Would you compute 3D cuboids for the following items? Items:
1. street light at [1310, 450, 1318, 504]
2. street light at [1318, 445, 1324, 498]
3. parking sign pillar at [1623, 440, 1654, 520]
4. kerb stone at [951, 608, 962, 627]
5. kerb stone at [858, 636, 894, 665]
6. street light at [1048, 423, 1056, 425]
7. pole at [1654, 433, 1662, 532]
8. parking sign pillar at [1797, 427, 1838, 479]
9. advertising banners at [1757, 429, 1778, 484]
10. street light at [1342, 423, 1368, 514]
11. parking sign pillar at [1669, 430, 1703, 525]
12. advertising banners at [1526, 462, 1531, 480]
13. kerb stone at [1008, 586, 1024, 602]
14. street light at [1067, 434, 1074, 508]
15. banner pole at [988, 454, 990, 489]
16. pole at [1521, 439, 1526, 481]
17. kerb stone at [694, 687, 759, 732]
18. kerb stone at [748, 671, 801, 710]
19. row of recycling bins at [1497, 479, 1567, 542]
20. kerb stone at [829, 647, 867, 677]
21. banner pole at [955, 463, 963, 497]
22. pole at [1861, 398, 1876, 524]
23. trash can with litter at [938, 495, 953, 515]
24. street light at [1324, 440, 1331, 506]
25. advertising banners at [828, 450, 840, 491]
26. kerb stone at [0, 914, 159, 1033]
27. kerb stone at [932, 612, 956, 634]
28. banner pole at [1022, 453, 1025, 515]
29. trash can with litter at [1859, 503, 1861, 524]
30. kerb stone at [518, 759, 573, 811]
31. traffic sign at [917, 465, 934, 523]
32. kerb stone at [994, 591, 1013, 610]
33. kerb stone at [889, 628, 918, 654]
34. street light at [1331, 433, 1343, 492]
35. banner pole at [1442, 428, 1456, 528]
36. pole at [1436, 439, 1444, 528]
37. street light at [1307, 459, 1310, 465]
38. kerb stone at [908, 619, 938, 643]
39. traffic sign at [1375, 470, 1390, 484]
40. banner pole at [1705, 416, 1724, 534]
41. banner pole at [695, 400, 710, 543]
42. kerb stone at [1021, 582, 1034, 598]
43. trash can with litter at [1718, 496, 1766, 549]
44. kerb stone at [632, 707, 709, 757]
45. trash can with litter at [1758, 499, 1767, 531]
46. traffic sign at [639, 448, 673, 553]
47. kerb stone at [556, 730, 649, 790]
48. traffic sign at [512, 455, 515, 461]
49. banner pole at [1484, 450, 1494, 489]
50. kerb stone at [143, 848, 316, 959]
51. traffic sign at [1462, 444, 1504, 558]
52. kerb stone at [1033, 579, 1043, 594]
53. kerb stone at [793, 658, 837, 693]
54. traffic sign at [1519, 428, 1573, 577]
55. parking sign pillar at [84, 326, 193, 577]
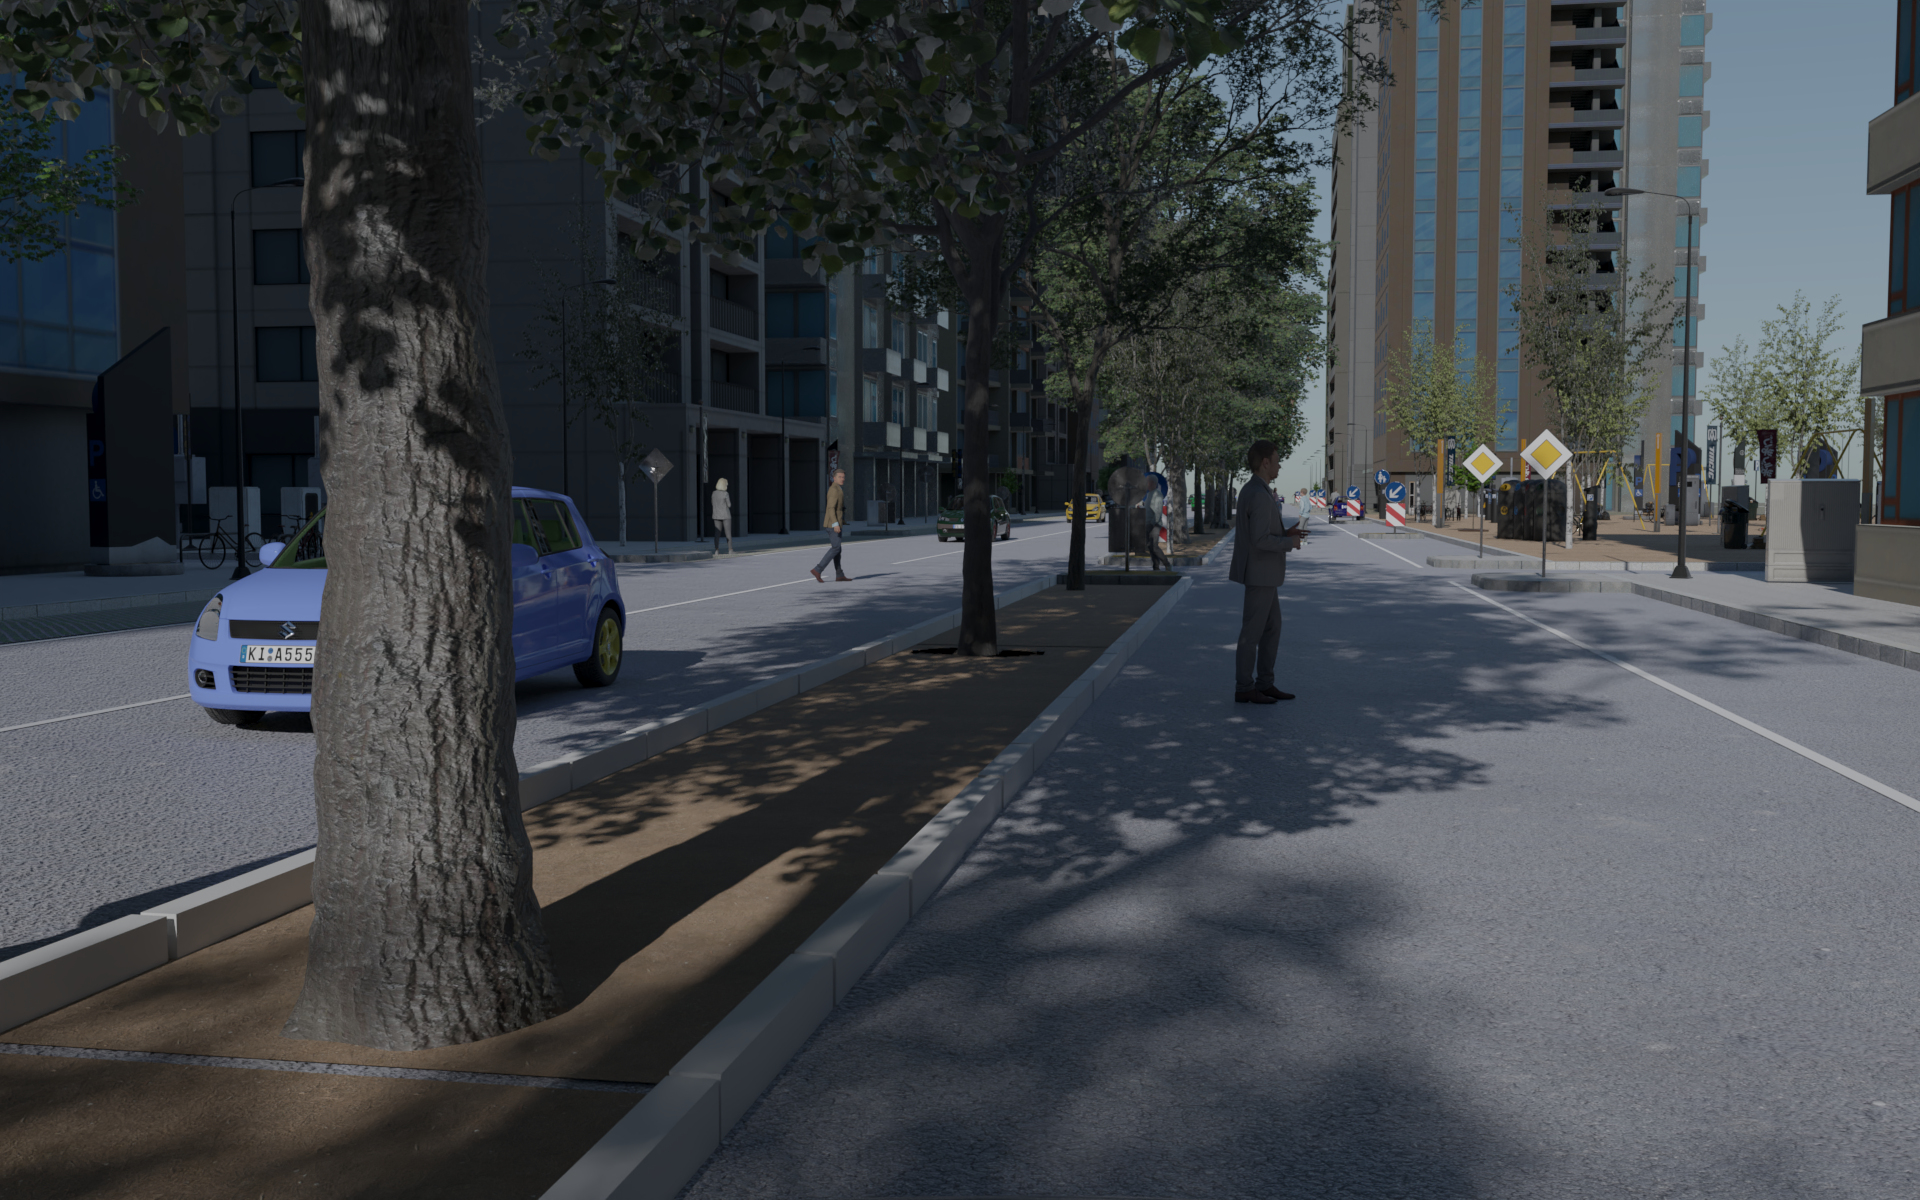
[{"bbox_3d":[40.080,-13.476,192.866,1.470,5.913,1.316,1,4,10],"label":"street light"},{"bbox_3d":[35.209,-11.800,165.468,1.470,5.913,1.316,1,4,10],"label":"street light"},{"bbox_3d":[33.712,-5.964,85.981,1.447,3.967,1.447,1,4,21],"label":"parking sign pillar"},{"bbox_3d":[-0.034,0.201,18.909,0.120,0.150,1.000,1,4,10],"label":"kerb stone"},{"bbox_3d":[-0.750,0.452,14.875,0.120,0.150,1.000,1,4,10],"label":"kerb stone"},{"bbox_3d":[5.578,-8.623,113.528,1.470,5.913,1.316,1,4,10],"label":"street light"},{"bbox_3d":[23.343,-3.919,57.917,0.158,3.312,0.155,0,3,0],"label":"pole"},{"bbox_3d":[33.702,-4.916,68.854,1.447,3.967,1.447,-3,5,-45],"label":"parking sign pillar"},{"bbox_3d":[22.317,-3.056,46.155,2.074,3.025,0.090,2,4,30],"label":"advertising banners"},{"bbox_3d":[26.025,-8.618,113.440,1.470,5.913,1.316,1,4,10],"label":"street light"},{"bbox_3d":[30.164,-5.111,72.043,1.447,3.967,1.447,-2,4,-26],"label":"parking sign pillar"},{"bbox_3d":[30.658,-5.830,91.509,2.074,3.025,0.090,3,4,37],"label":"advertising banners"},{"bbox_3d":[0.684,-0.047,22.962,0.120,0.150,1.000,1,4,10],"label":"kerb stone"},{"bbox_3d":[8.725,-9.722,131.503,1.470,5.913,1.316,1,4,10],"label":"street light"},{"bbox_3d":[1.300,-6.477,95.921,0.863,3.779,0.401,-3,4,-37],"label":"banner pole"},{"bbox_3d":[20.941,-4.316,64.406,0.158,3.312,0.155,0,3,0],"label":"pole"},{"bbox_3d":[-1.475,0.695,10.839,0.120,0.150,1.000,1,4,10],"label":"kerb stone"},{"bbox_3d":[-1.300,0.633,11.848,0.120,0.150,1.000,1,4,10],"label":"kerb stone"},{"bbox_3d":[15.988,-2.519,48.303,1.069,1.692,3.534,0,4,-3],"label":"row of recycling bins"},{"bbox_3d":[-0.939,0.517,13.867,0.120,0.150,1.000,1,4,10],"label":"kerb stone"},{"bbox_3d":[-0.088,-7.480,112.309,0.863,3.779,0.401,-3,5,-43],"label":"banner pole"},{"bbox_3d":[19.360,-2.635,36.931,0.158,3.312,0.155,0,3,0],"label":"pole"},{"bbox_3d":[-0.657,-5.958,108.475,1.678,1.210,2.233,-2,4,-24],"label":"trash can with litter"},{"bbox_3d":[32.202,-10.752,148.333,1.470,5.913,1.316,1,4,10],"label":"street light"},{"bbox_3d":[-5.709,-4.455,69.032,2.074,3.025,0.090,-2,4,-28],"label":"advertising banners"},{"bbox_3d":[-2.557,1.065,4.787,0.120,0.150,1.000,1,4,10],"label":"kerb stone"},{"bbox_3d":[-0.219,0.263,17.900,0.120,0.150,1.000,1,4,10],"label":"kerb stone"},{"bbox_3d":[3.856,-7.060,105.452,0.401,3.779,0.863,0,4,-8],"label":"banner pole"},{"bbox_3d":[27.403,-2.554,53.147,1.055,1.170,0.624,-3,5,-40],"label":"trash can with litter"},{"bbox_3d":[-2.013,0.879,7.816,0.120,0.150,1.000,1,4,10],"label":"kerb stone"},{"bbox_3d":[-1.499,-4.629,75.796,0.768,2.556,0.104,1,4,13],"label":"traffic sign"},{"bbox_3d":[0.508,0.015,21.952,0.120,0.150,1.000,1,4,10],"label":"kerb stone"},{"bbox_3d":[-0.568,0.392,15.885,0.120,0.150,1.000,1,4,10],"label":"kerb stone"},{"bbox_3d":[28.991,-9.682,130.844,1.470,5.913,1.316,1,4,10],"label":"street light"},{"bbox_3d":[18.487,-4.621,65.576,0.401,3.779,0.863,-1,4,-22],"label":"banner pole"},{"bbox_3d":[17.931,-4.333,64.682,0.158,3.312,0.155,0,3,0],"label":"pole"},{"bbox_3d":[43.303,-14.571,210.783,1.470,5.913,1.316,1,4,10],"label":"street light"},{"bbox_3d":[-0.391,0.324,16.892,0.120,0.150,1.000,1,4,10],"label":"kerb stone"},{"bbox_3d":[22.222,-5.572,91.207,0.768,2.556,0.104,1,4,16],"label":"traffic sign"},{"bbox_3d":[24.274,-4.017,55.702,0.863,3.779,0.401,-2,4,-25],"label":"banner pole"},{"bbox_3d":[-6.827,-3.434,46.169,0.401,3.779,0.863,0,4,7],"label":"banner pole"},{"bbox_3d":[0.864,-0.108,23.969,0.120,0.150,1.000,1,4,10],"label":"kerb stone"},{"bbox_3d":[18.309,-1.775,40.405,1.055,1.170,0.624,0,4,3],"label":"trash can with litter"},{"bbox_3d":[-1.655,0.756,9.832,0.120,0.150,1.000,1,4,10],"label":"kerb stone"},{"bbox_3d":[28.684,-2.999,60.086,2.233,1.210,1.678,0,4,3],"label":"trash can with litter"},{"bbox_3d":[-6.585,-2.072,37.515,0.795,2.450,0.064,1,4,10],"label":"traffic sign"},{"bbox_3d":[-1.833,0.821,8.823,0.120,0.150,1.000,1,4,10],"label":"kerb stone"},{"bbox_3d":[-7.985,-1.591,29.653,0.795,2.450,0.064,1,4,10],"label":"traffic sign"},{"bbox_3d":[29.879,-6.606,98.020,0.863,3.779,0.401,2,4,30],"label":"banner pole"},{"bbox_3d":[-2.366,1.004,5.798,0.120,0.150,1.000,1,4,10],"label":"kerb stone"},{"bbox_3d":[10.390,-1.886,34.482,0.795,2.450,0.064,1,4,10],"label":"traffic sign"},{"bbox_3d":[1.042,-0.167,24.976,0.120,0.150,1.000,1,4,10],"label":"kerb stone"},{"bbox_3d":[-1.113,0.574,12.856,0.120,0.150,1.000,1,4,10],"label":"kerb stone"},{"bbox_3d":[8.989,-1.405,26.620,0.795,2.450,0.064,1,4,10],"label":"traffic sign"},{"bbox_3d":[-13.121,-2.382,27.419,1.447,3.967,1.447,2,4,23],"label":"parking sign pillar"}]
